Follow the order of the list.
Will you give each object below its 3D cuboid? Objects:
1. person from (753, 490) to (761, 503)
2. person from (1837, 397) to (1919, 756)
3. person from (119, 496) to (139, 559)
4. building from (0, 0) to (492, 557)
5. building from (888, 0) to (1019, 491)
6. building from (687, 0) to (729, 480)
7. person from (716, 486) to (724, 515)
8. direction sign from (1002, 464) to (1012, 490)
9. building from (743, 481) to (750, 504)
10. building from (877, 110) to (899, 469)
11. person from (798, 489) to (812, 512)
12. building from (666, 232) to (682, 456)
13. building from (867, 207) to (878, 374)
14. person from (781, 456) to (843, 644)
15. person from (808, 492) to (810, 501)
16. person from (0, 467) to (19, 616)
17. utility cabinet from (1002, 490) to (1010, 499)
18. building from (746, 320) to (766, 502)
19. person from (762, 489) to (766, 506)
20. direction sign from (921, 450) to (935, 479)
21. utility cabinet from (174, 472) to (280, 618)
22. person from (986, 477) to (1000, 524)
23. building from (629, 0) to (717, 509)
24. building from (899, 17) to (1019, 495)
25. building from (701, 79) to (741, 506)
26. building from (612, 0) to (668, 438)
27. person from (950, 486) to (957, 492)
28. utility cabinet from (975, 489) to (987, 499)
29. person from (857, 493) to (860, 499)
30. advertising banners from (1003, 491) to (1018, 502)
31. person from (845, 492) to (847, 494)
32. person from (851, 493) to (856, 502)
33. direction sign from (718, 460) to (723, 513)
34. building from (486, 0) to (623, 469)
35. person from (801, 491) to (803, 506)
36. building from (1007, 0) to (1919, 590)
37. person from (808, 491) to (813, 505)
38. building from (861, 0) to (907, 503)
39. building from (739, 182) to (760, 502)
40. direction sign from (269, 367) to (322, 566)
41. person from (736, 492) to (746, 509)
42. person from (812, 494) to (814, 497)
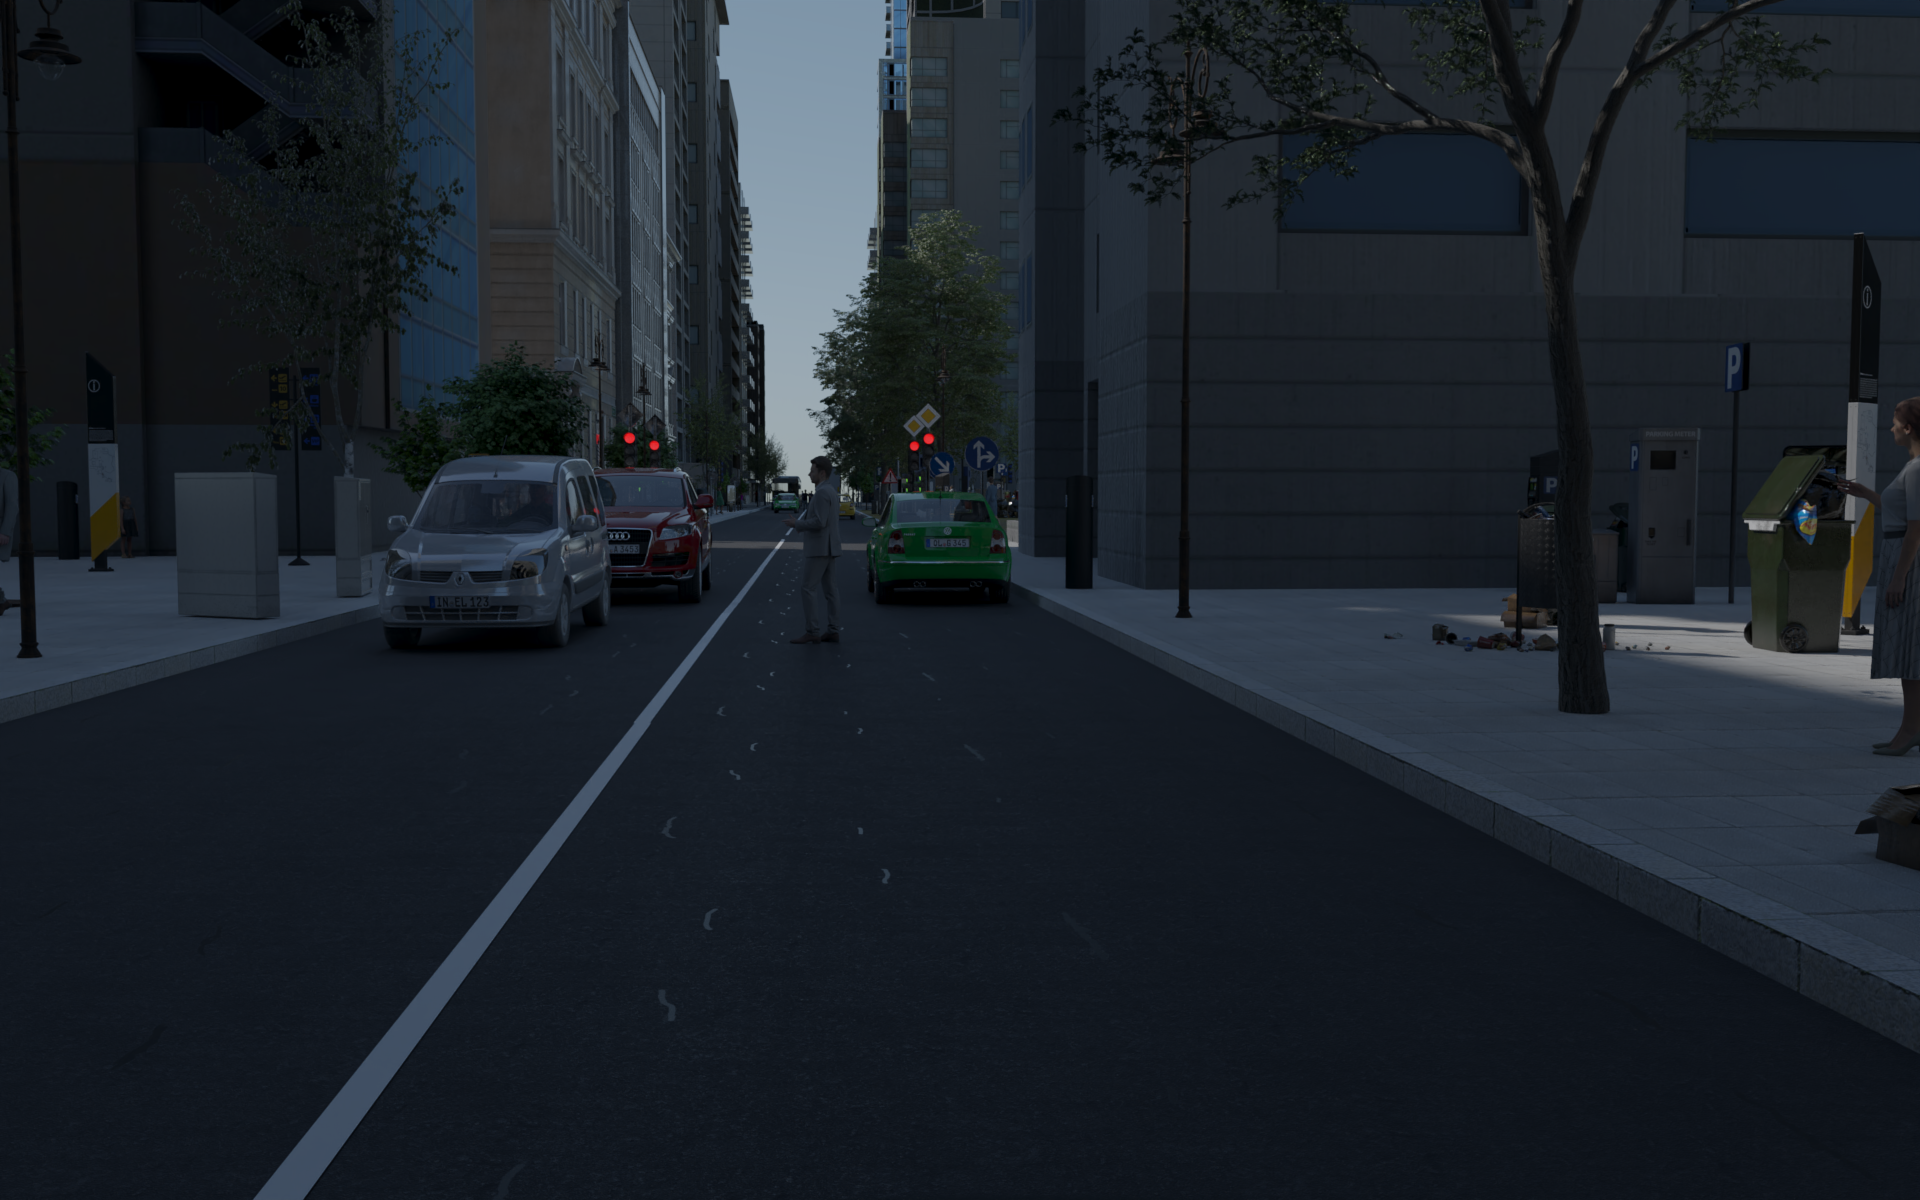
[{"bbox_3d":[-27.850,-14.150,237.364,1.348,1.831,0.705,1,4,20],"label":"person"},{"bbox_3d":[4.608,-0.120,8.578,0.524,1.755,0.480,2,4,31],"label":"person"},{"bbox_3d":[-16.566,-1.456,34.518,0.373,1.253,0.362,2,4,34],"label":"person"},{"bbox_3d":[-19.922,-23.912,41.077,14.200,45.320,14.600,0,4,-5],"label":"building"},{"bbox_3d":[3.284,-44.767,170.186,20.563,71.187,20.611,0,4,-5],"label":"building"},{"bbox_3d":[-37.196,-35.382,167.738,28.713,52.752,27.495,0,4,-5],"label":"building"},{"bbox_3d":[-14.965,-6.208,107.797,0.529,1.795,0.600,1,4,22],"label":"person"},{"bbox_3d":[3.476,-8.345,128.435,0.876,3.537,0.379,-2,4,-24],"label":"direction sign"},{"bbox_3d":[-44.729,-33.031,231.939,32.217,40.220,23.993,0,4,-5],"label":"building"},{"bbox_3d":[-1.566,-30.855,188.078,14.154,41.232,14.086,0,4,-5],"label":"building"},{"bbox_3d":[-12.520,-8.062,140.334,1.348,1.822,0.705,-1,4,-11],"label":"person"},{"bbox_3d":[-24.802,-16.953,113.340,11.583,22.565,21.152,0,4,-5],"label":"building"},{"bbox_3d":[-3.746,-40.462,281.156,23.786,49.044,30.456,0,4,-5],"label":"building"},{"bbox_3d":[-1.416,-0.491,16.735,0.583,1.804,0.606,0,4,4],"label":"person"},{"bbox_3d":[-25.655,-17.477,294.959,1.217,1.736,0.721,-3,5,-43],"label":"person"},{"bbox_3d":[-10.107,-0.723,17.962,0.694,1.812,0.767,1,4,18],"label":"person"},{"bbox_3d":[2.482,-6.002,106.815,1.173,1.500,0.318,0,4,4],"label":"utility cabinet"},{"bbox_3d":[-39.030,-31.256,282.738,14.160,30.474,14.107,0,4,-5],"label":"building"},{"bbox_3d":[-21.837,-11.451,193.343,0.705,1.814,1.350,0,4,5],"label":"person"},{"bbox_3d":[-1.649,-5.849,87.631,0.876,3.537,0.379,-2,4,-24],"label":"direction sign"},{"bbox_3d":[-7.593,-0.568,17.963,1.173,1.500,0.318,2,4,27],"label":"utility cabinet"},{"bbox_3d":[1.010,-2.912,53.675,0.581,1.822,0.654,-3,4,-38],"label":"person"},{"bbox_3d":[-31.015,-43.140,143.592,20.563,71.187,20.611,0,4,-5],"label":"building"},{"bbox_3d":[2.284,-28.717,153.116,14.154,41.232,14.086,0,4,-5],"label":"building"},{"bbox_3d":[-35.853,-34.861,193.681,21.300,48.544,21.600,0,4,-5],"label":"building"},{"bbox_3d":[-22.568,-16.783,92.419,12.078,24.808,19.932,0,4,-5],"label":"building"},{"bbox_3d":[-0.435,-6.566,113.495,0.679,1.850,0.850,-1,4,-19],"label":"person"},{"bbox_3d":[1.115,-3.959,73.402,0.318,1.500,1.173,-2,4,-34],"label":"utility cabinet"},{"bbox_3d":[-15.884,-16.112,270.413,0.756,1.711,0.436,2,4,29],"label":"person"},{"bbox_3d":[3.186,-6.041,94.960,2.074,3.025,0.090,3,5,41],"label":"advertising banners"},{"bbox_3d":[-18.620,-16.928,283.757,0.756,1.711,0.436,1,4,11],"label":"person"},{"bbox_3d":[-15.968,-15.486,259.369,0.705,1.807,1.348,2,4,30],"label":"person"},{"bbox_3d":[-16.121,-7.624,116.644,0.379,3.537,0.876,1,4,14],"label":"direction sign"},{"bbox_3d":[-21.816,-17.517,72.307,13.634,28.700,20.117,0,4,-5],"label":"building"},{"bbox_3d":[-18.182,-11.692,199.534,0.709,1.838,0.599,-3,4,-38],"label":"person"},{"bbox_3d":[11.799,-30.226,36.197,21.231,58.520,28.212,0,4,-5],"label":"building"},{"bbox_3d":[-14.148,-9.480,163.951,0.683,1.767,0.568,0,4,2],"label":"person"},{"bbox_3d":[-2.921,-57.287,249.306,22.319,86.520,31.000,0,4,-5],"label":"building"},{"bbox_3d":[-42.371,-39.142,259.584,23.786,49.044,30.456,0,4,-5],"label":"building"},{"bbox_3d":[-11.889,-2.388,31.049,0.876,3.537,0.379,0,4,-7],"label":"direction sign"},{"bbox_3d":[-18.441,-8.354,145.857,0.991,1.433,0.599,-3,5,-41],"label":"person"},{"bbox_3d":[-13.621,-9.431,163.242,0.990,1.755,0.434,-2,4,-32],"label":"person"}]
